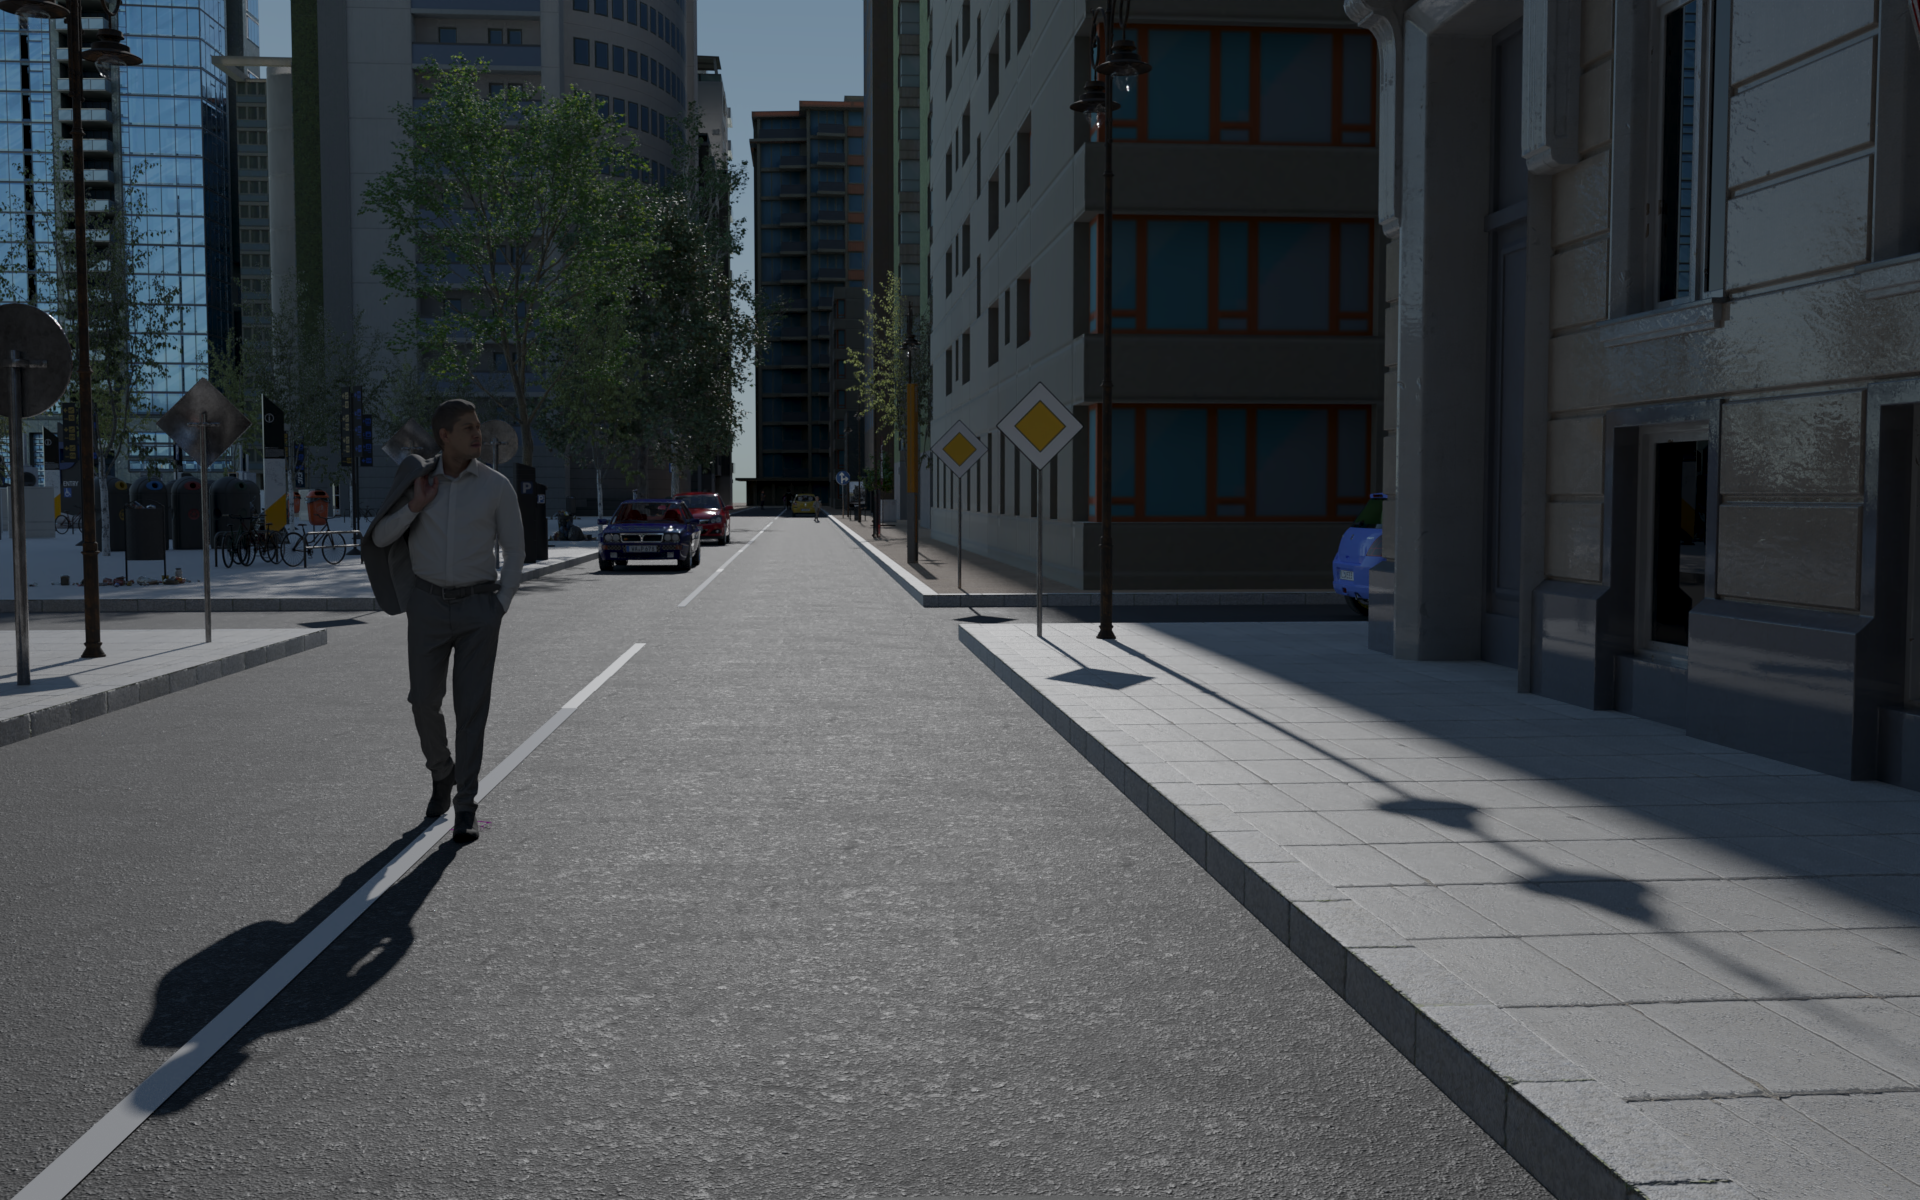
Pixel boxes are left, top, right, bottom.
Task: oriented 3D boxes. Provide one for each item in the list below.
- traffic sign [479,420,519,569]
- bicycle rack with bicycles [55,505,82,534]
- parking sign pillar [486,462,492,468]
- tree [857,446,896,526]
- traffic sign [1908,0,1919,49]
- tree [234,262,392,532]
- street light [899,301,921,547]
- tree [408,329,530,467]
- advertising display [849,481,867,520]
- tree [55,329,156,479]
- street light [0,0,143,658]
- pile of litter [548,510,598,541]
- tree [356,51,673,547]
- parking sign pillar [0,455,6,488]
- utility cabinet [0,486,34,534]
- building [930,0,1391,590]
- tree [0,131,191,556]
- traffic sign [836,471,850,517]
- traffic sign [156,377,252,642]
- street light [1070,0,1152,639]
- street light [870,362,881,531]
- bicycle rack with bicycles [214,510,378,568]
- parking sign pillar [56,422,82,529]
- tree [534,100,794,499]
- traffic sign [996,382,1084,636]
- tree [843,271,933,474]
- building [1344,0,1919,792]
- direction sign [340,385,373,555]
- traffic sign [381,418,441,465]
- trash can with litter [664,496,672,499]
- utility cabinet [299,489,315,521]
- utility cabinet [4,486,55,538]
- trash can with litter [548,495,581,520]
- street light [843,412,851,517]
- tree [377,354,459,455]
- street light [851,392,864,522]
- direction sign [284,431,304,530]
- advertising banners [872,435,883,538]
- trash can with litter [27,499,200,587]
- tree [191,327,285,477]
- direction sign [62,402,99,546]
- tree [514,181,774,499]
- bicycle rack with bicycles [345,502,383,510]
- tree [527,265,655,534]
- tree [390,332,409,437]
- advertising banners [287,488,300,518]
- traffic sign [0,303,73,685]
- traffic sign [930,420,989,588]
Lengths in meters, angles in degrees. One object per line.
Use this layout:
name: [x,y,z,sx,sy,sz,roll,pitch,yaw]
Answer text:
traffic sign: [-7.935,-1.805,29.625,0.768,2.556,0.104,0,4,-5]
bicycle rack with bicycles: [-27.061,-2.576,55.504,2.925,0.926,2.852,2,4,26]
parking sign pillar: [-24.721,-6.175,89.441,1.447,3.967,1.447,2,4,30]
tree: [-3.042,-4.573,69.364,1.663,3.219,1.824,0,3,0]
traffic sign: [1.957,-0.175,2.975,0.768,2.556,0.104,0,4,0]
tree: [-21.319,-6.425,55.408,4.360,8.622,3.978,0,3,0]
street light: [-1.205,-4.209,41.601,0.468,5.910,1.993,0,4,-5]
tree: [-20.470,-7.489,72.801,4.360,8.622,3.978,0,3,0]
advertising display: [-5.020,-4.881,85.024,0.974,1.923,0.123,2,4,29]
tree: [-38.760,-7.814,78.125,4.737,8.622,4.395,0,3,0]
street light: [-6.820,-2.487,13.454,0.468,5.910,1.993,0,4,-5]
pile of litter: [-10.743,-2.058,47.608,1.719,0.858,1.176,2,4,35]
tree: [-10.572,-7.093,41.733,9.928,11.665,9.643,0,3,0]
parking sign pillar: [-47.394,-5.878,84.574,1.447,3.967,1.447,-1,4,-12]
utility cabinet: [-32.633,-3.110,59.531,1.173,1.500,0.318,-1,4,-12]
building: [14.785,-11.771,37.497,28.899,21.520,27.650,0,4,-5]
tree: [-17.656,-5.201,35.398,4.360,8.622,3.978,0,3,0]
traffic sign: [-6.402,-5.794,94.833,0.768,2.556,0.104,0,4,-4]
traffic sign: [-6.502,-0.690,14.931,0.795,2.450,0.064,0,4,-5]
street light: [1.299,-2.595,15.215,0.468,5.910,1.993,0,4,-5]
street light: [-2.935,-5.354,60.328,0.468,5.910,1.993,0,4,-5]
bicycle rack with bicycles: [-12.202,-1.077,30.994,2.852,0.926,2.925,1,4,14]
parking sign pillar: [-33.206,-4.663,64.708,1.447,3.967,1.447,1,4,17]
tree: [-14.610,-14.059,85.756,12.611,20.169,13.585,0,3,0]
traffic sign: [0.714,-0.729,15.564,0.795,2.450,0.064,0,4,-5]
tree: [-1.668,-6.498,56.601,4.360,8.622,3.978,0,3,0]
building: [10.452,-13.362,4.376,13.634,28.700,20.117,0,4,-5]
direction sign: [-12.754,-2.717,36.414,0.876,3.537,0.379,3,5,44]
traffic sign: [-7.225,-1.177,22.883,0.795,2.450,0.064,0,4,-5]
trash can with litter: [-14.449,-4.485,84.717,0.624,1.170,1.055,2,4,30]
utility cabinet: [-31.060,-4.506,82.352,0.318,1.500,1.173,-3,5,-44]
utility cabinet: [-26.786,-2.524,49.946,1.173,1.500,0.318,-2,4,-34]
trash can with litter: [-19.958,-4.647,87.041,2.233,1.210,1.678,-3,4,-38]
street light: [-6.304,-7.625,97.451,0.468,5.910,1.993,0,4,-5]
tree: [-28.537,-8.649,91.775,4.737,8.622,4.395,0,3,0]
street light: [-4.562,-6.465,78.488,0.468,5.910,1.993,0,4,-5]
direction sign: [-23.902,-4.279,61.965,0.876,3.537,0.379,-3,4,-37]
advertising banners: [-2.423,-3.368,51.259,0.090,3.025,2.074,0,4,6]
trash can with litter: [-11.965,-0.826,24.555,2.233,1.210,1.678,-1,4,-17]
tree: [-32.443,-7.782,77.590,4.737,8.622,4.395,0,3,0]
direction sign: [-21.742,-3.111,42.865,0.876,3.537,0.379,0,4,4]
tree: [-11.676,-8.970,63.660,9.611,12.733,9.660,0,3,0]
bicycle rack with bicycles: [-26.210,-3.949,77.948,2.852,0.926,2.925,1,4,15]
tree: [-11.433,-6.369,54.495,4.737,8.622,4.395,0,3,0]
tree: [-23.562,-7.083,66.177,4.360,8.622,3.978,0,3,0]
advertising banners: [-34.340,-5.659,88.720,2.074,3.025,0.090,3,4,36]
traffic sign: [-6.300,-0.702,11.576,0.768,2.556,0.104,0,4,4]
traffic sign: [-0.009,-1.216,23.516,0.795,2.450,0.064,0,4,-5]
